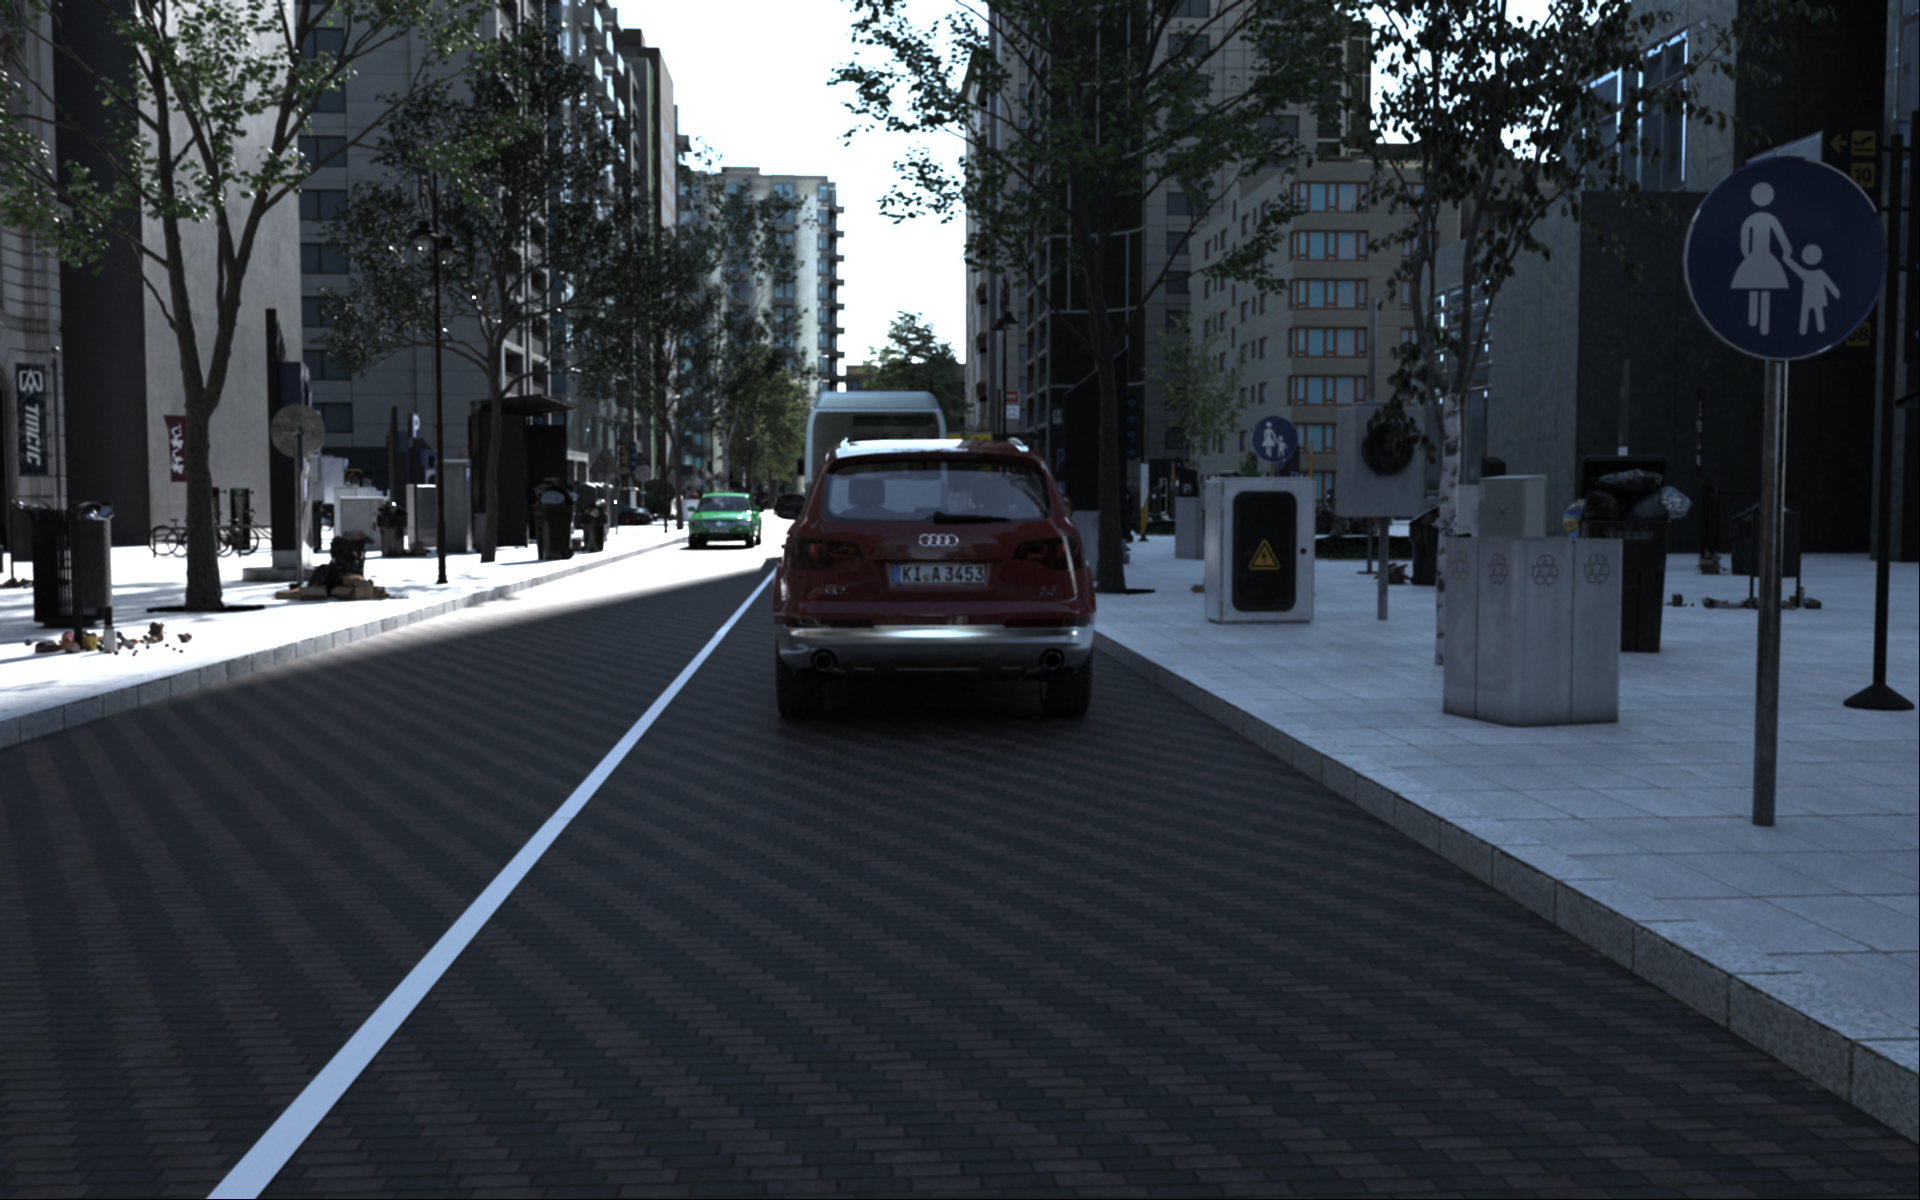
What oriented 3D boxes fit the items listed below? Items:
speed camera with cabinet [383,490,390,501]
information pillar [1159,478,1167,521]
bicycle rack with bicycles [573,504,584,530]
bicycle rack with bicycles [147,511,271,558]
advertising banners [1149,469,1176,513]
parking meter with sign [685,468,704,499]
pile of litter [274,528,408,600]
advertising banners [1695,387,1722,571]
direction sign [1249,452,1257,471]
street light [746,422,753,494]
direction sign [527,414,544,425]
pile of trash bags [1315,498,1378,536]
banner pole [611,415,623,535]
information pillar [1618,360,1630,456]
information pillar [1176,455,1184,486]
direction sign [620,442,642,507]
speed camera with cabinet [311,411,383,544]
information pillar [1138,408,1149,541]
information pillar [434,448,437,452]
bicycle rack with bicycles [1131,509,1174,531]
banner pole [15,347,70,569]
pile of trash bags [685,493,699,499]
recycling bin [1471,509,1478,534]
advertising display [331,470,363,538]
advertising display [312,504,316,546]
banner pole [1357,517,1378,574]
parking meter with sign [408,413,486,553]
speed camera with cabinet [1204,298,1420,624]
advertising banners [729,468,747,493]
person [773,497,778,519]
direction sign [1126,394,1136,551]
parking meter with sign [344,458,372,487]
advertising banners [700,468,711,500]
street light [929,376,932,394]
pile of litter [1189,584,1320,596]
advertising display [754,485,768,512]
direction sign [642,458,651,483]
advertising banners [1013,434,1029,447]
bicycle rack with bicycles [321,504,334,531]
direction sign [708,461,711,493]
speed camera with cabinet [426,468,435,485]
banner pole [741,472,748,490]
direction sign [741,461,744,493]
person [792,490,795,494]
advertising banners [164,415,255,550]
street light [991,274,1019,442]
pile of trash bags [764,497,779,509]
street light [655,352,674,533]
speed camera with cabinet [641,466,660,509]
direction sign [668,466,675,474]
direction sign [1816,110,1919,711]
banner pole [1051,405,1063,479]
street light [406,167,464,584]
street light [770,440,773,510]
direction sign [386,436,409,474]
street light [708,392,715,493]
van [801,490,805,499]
[{"bbox_3d":[-27.814,-5.453,83.500,2.038,3.252,0.660,0,4,-7],"label":"speed camera with cabinet"},{"bbox_3d":[9.419,-4.650,80.512,0.304,2.012,0.304,-1,4,-9],"label":"information pillar"},{"bbox_3d":[-14.291,-2.926,61.226,2.852,0.926,2.925,-1,4,-20],"label":"bicycle rack with bicycles"},{"bbox_3d":[-15.431,-1.371,35.801,2.925,0.926,2.852,0,4,5],"label":"bicycle rack with bicycles"},{"bbox_3d":[13.769,-7.437,117.785,2.074,3.025,0.090,1,4,22],"label":"advertising banners"},{"bbox_3d":[-18.167,-7.377,116.869,1.738,3.016,0.543,1,4,10],"label":"parking meter with sign"},{"bbox_3d":[-7.605,-0.443,21.209,1.719,0.858,1.176,2,4,31],"label":"pile of litter"},{"bbox_3d":[12.577,-2.016,29.151,0.090,3.025,2.074,2,4,34],"label":"advertising banners"},{"bbox_3d":[15.737,-6.192,93.237,0.379,3.537,0.876,-2,4,-24],"label":"direction sign"},{"bbox_3d":[-13.156,-8.281,108.174,0.468,5.910,1.993,0,4,-4],"label":"street light"},{"bbox_3d":[-12.060,-3.462,48.596,0.876,3.537,0.379,-3,5,-40],"label":"direction sign"},{"bbox_3d":[12.267,-2.701,53.918,1.912,1.369,3.447,-1,4,-15],"label":"pile of trash bags"},{"bbox_3d":[-10.834,-3.962,54.788,0.401,3.779,0.863,-1,4,-22],"label":"banner pole"},{"bbox_3d":[11.662,-2.393,30.476,0.183,3.616,0.504,1,4,12],"label":"information pillar"},{"bbox_3d":[13.257,-6.922,104.527,0.504,3.616,0.183,1,4,9],"label":"information pillar"},{"bbox_3d":[-14.548,-5.129,75.864,0.876,3.537,0.379,-3,5,-43],"label":"direction sign"},{"bbox_3d":[-14.582,-2.848,40.903,2.038,3.252,0.660,3,5,39],"label":"speed camera with cabinet"},{"bbox_3d":[5.027,-3.412,47.144,0.183,3.616,0.504,1,4,23],"label":"information pillar"},{"bbox_3d":[-24.594,-5.514,81.508,0.504,3.616,0.183,2,4,26],"label":"information pillar"},{"bbox_3d":[5.751,-2.753,58.387,2.925,0.926,2.852,0,4,8],"label":"bicycle rack with bicycles"},{"bbox_3d":[-15.547,-2.408,29.383,0.401,3.779,0.863,3,5,43],"label":"banner pole"},{"bbox_3d":[-14.796,-5.386,97.817,1.912,1.369,3.447,-1,4,-17],"label":"pile of trash bags"},{"bbox_3d":[8.914,-0.976,28.504,0.722,1.027,0.722,-1,4,-21],"label":"recycling bin"},{"bbox_3d":[-16.600,-2.549,46.894,0.974,1.923,0.123,1,4,18],"label":"advertising display"},{"bbox_3d":[-16.212,-2.294,42.721,0.974,1.923,0.123,2,4,31],"label":"advertising display"},{"bbox_3d":[6.682,-2.326,28.054,0.401,3.779,0.863,1,4,19],"label":"banner pole"},{"bbox_3d":[-11.018,-2.532,37.658,1.738,3.016,0.543,0,4,0],"label":"parking meter with sign"},{"bbox_3d":[3.516,-1.405,17.315,2.038,3.252,0.660,0,4,-8],"label":"speed camera with cabinet"},{"bbox_3d":[-14.700,-7.207,114.019,0.090,3.025,2.074,2,4,35],"label":"advertising banners"},{"bbox_3d":[-10.592,-5.303,99.877,0.362,1.253,0.373,-1,4,-13],"label":"person"},{"bbox_3d":[3.685,-2.884,39.149,0.379,3.537,0.876,3,5,43],"label":"direction sign"},{"bbox_3d":[-29.216,-5.421,84.901,1.738,3.016,0.543,-3,5,-44],"label":"parking meter with sign"},{"bbox_3d":[-16.631,-7.189,113.731,0.090,3.025,2.074,1,4,14],"label":"advertising banners"},{"bbox_3d":[-1.143,-5.827,68.065,0.468,5.910,1.993,0,4,-4],"label":"street light"},{"bbox_3d":[3.757,-0.514,22.365,1.176,0.858,1.719,-2,4,-33],"label":"pile of litter"},{"bbox_3d":[-14.345,-7.329,125.050,0.974,1.923,0.123,-1,4,-21],"label":"advertising display"},{"bbox_3d":[-19.679,-7.166,109.166,0.379,3.537,0.876,-2,4,-35],"label":"direction sign"},{"bbox_3d":[2.429,-3.312,50.347,2.074,3.025,0.090,2,4,33],"label":"advertising banners"},{"bbox_3d":[-22.392,-2.865,60.221,2.852,0.926,2.925,-3,5,-44],"label":"bicycle rack with bicycles"},{"bbox_3d":[-17.133,-7.743,118.592,0.379,3.537,0.876,0,4,8],"label":"direction sign"},{"bbox_3d":[-34.426,-7.151,111.260,2.038,3.252,0.660,3,4,37],"label":"speed camera with cabinet"},{"bbox_3d":[-17.356,-9.166,139.887,0.863,3.779,0.401,-3,5,-43],"label":"banner pole"},{"bbox_3d":[-14.835,-7.725,118.297,0.379,3.537,0.876,-1,4,-16],"label":"direction sign"},{"bbox_3d":[-14.318,-8.614,149.738,0.661,1.777,0.834,3,5,45],"label":"person"},{"bbox_3d":[-16.974,-2.630,39.185,0.090,3.025,2.074,3,4,37],"label":"advertising banners"},{"bbox_3d":[0.939,-3.900,36.549,0.468,5.910,1.993,0,4,-4],"label":"street light"},{"bbox_3d":[-17.085,-8.499,148.712,3.447,1.369,1.912,-1,4,-9],"label":"pile of trash bags"},{"bbox_3d":[-9.606,-5.113,56.385,0.468,5.910,1.993,0,4,-4],"label":"street light"},{"bbox_3d":[-21.595,-7.720,120.563,2.038,3.252,0.660,-1,4,-19],"label":"speed camera with cabinet"},{"bbox_3d":[-23.892,-9.260,143.391,0.379,3.537,0.876,-3,5,-41],"label":"direction sign"},{"bbox_3d":[5.536,-1.121,10.330,0.876,3.537,0.379,0,4,-2],"label":"direction sign"},{"bbox_3d":[2.560,-3.238,42.966,0.863,3.779,0.401,-3,4,-38],"label":"banner pole"},{"bbox_3d":[-7.430,-3.174,24.683,0.468,5.910,1.993,0,4,-4],"label":"street light"},{"bbox_3d":[-15.307,-10.227,140.002,0.468,5.910,1.993,0,4,-4],"label":"street light"},{"bbox_3d":[-21.734,-4.588,67.005,0.876,3.537,0.379,0,4,3],"label":"direction sign"},{"bbox_3d":[-10.995,-6.353,76.664,0.468,5.910,1.993,0,4,-4],"label":"street light"},{"bbox_3d":[-13.636,-9.159,156.753,2.013,2.044,4.112,0,4,-4],"label":"van"}]
